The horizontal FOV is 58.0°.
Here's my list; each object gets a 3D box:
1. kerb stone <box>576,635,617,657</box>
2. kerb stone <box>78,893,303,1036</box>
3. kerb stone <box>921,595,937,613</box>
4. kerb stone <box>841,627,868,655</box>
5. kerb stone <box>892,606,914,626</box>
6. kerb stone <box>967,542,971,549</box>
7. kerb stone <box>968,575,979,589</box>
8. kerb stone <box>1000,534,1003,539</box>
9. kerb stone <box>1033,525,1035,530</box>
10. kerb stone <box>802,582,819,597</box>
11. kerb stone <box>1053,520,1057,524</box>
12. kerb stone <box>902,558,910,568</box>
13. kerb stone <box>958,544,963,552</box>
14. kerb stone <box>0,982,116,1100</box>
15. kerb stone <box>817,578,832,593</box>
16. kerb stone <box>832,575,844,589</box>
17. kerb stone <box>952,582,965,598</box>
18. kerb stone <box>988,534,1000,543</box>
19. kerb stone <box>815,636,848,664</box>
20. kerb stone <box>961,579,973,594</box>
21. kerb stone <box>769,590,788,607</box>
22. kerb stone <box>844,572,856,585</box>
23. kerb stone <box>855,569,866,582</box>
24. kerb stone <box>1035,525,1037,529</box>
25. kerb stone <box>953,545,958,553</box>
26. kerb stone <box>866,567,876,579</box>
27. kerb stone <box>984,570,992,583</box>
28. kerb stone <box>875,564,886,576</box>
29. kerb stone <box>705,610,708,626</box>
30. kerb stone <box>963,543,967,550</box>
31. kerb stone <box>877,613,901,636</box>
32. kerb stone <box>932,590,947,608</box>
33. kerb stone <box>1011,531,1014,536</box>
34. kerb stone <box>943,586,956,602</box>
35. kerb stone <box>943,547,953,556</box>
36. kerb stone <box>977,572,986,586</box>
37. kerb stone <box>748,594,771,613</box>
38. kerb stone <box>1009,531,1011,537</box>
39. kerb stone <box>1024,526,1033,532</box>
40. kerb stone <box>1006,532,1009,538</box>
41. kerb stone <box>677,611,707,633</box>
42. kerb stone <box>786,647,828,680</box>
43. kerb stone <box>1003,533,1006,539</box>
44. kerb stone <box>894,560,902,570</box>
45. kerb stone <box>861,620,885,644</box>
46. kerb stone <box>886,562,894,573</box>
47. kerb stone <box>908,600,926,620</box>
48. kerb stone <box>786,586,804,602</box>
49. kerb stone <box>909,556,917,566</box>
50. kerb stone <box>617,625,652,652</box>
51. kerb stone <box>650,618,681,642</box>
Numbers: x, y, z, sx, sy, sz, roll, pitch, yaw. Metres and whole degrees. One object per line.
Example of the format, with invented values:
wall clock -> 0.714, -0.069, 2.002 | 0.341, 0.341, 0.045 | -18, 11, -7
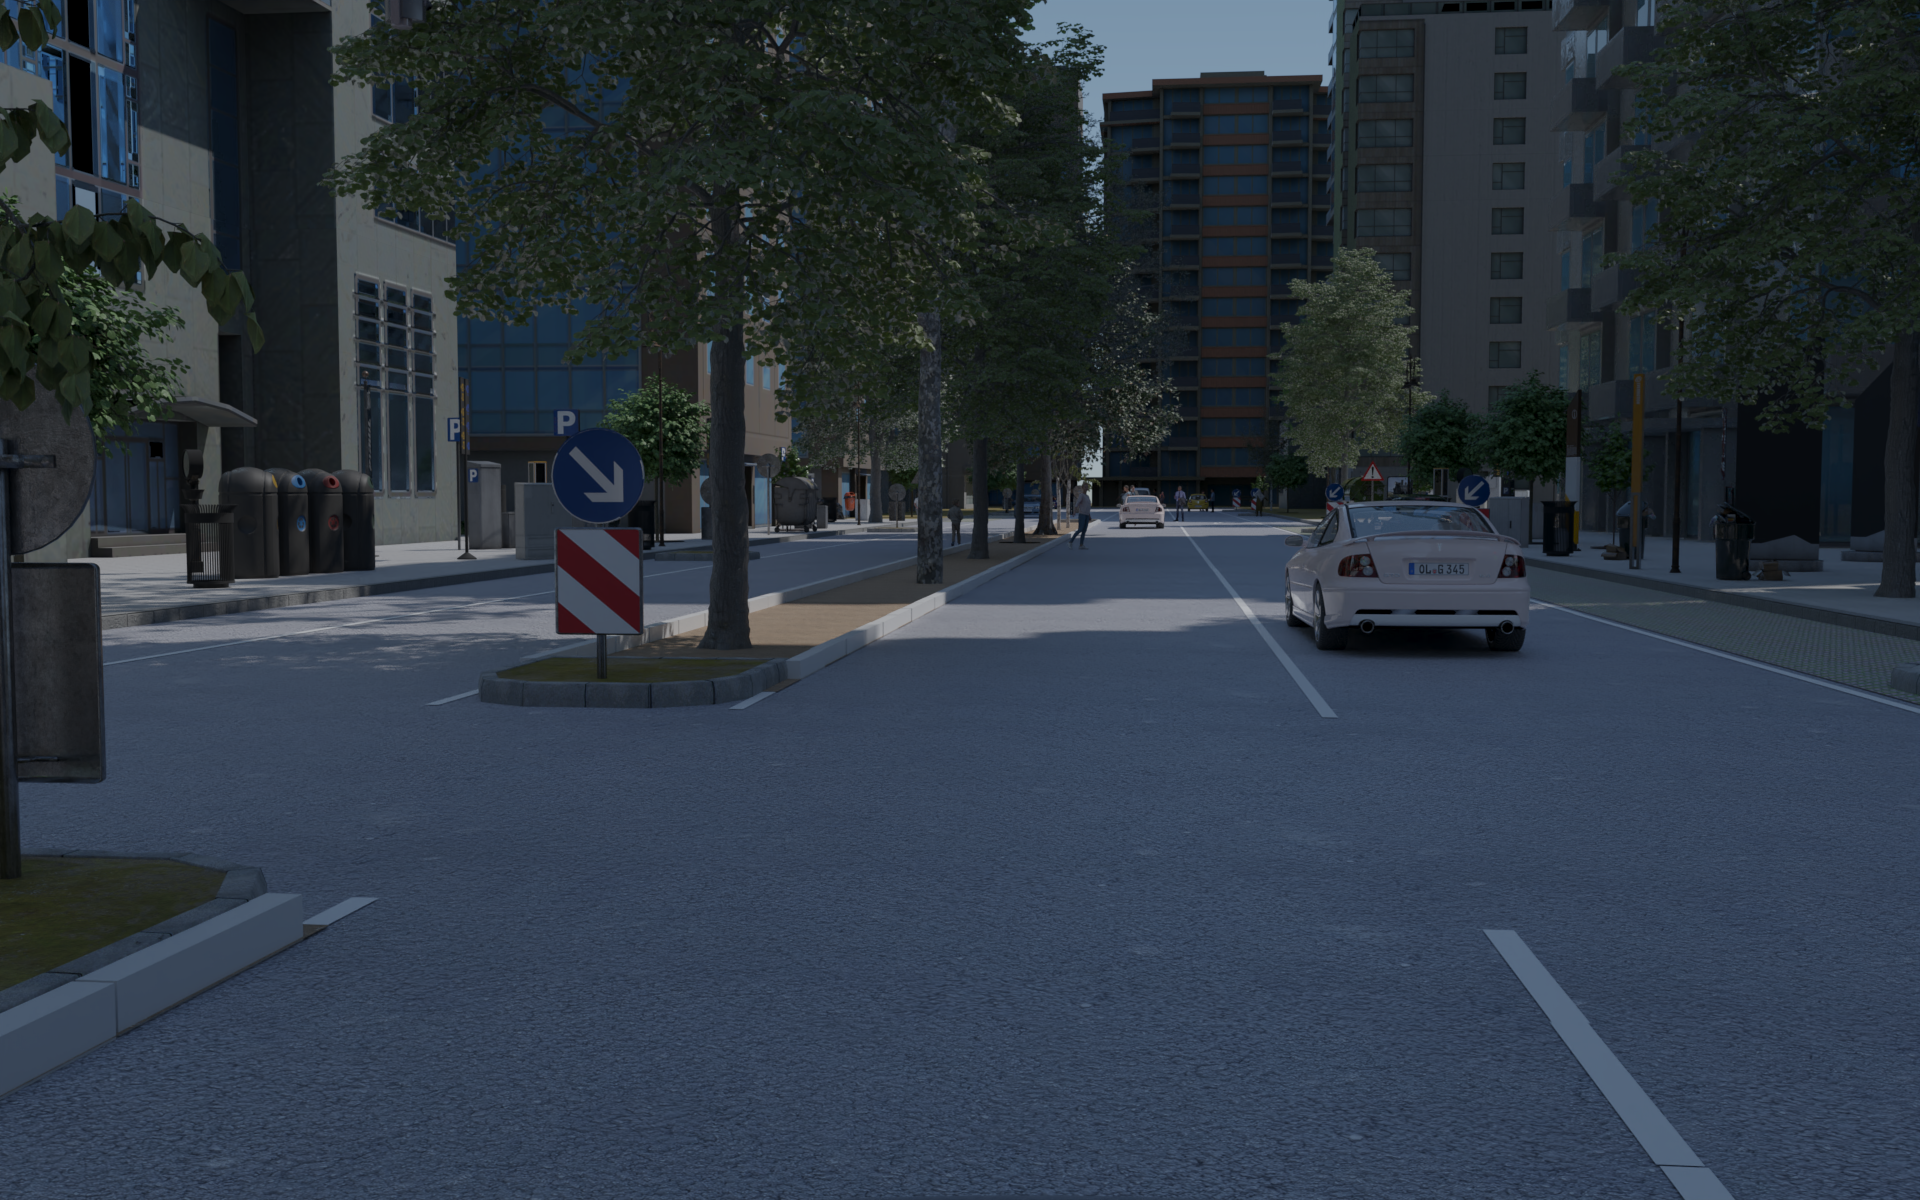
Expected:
kerb stone -> -3.216, 0.437, 15.066 | 0.120, 0.150, 1.000 | 0, 4, 6
kerb stone -> -2.227, 1.049, 5.075 | 0.120, 0.150, 1.000 | 0, 4, 6
kerb stone -> -0.432, 0.075, 20.963 | 0.120, 0.150, 1.000 | 0, 4, 6
kerb stone -> -1.007, 0.389, 15.864 | 0.120, 0.150, 1.000 | 0, 4, 6
kerb stone -> -0.664, 0.201, 18.932 | 0.120, 0.150, 1.000 | 0, 4, 6
kerb stone -> 0.114, -1.371, 44.604 | 0.120, 0.150, 1.000 | 0, 4, 6
kerb stone -> 0.145, -0.232, 26.042 | 0.120, 0.150, 1.000 | 0, 4, 6
kerb stone -> 1.154, -1.933, 53.793 | 0.120, 0.150, 1.000 | 0, 4, 6
kerb stone -> 2.769, -2.805, 68.059 | 0.120, 0.150, 1.000 | 0, 4, 6
kerb stone -> -2.168, -0.125, 24.244 | 0.120, 0.150, 1.000 | 0, 4, 6
kerb stone -> 4.825, -3.924, 86.378 | 0.120, 0.150, 1.000 | 0, 4, 6
kerb stone -> -1.136, -0.686, 33.417 | 0.120, 0.150, 1.000 | 0, 4, 6
kerb stone -> -0.108, -1.244, 42.571 | 0.120, 0.150, 1.000 | 0, 4, 6
kerb stone -> -2.333, 1.109, 4.058 | 0.120, 0.150, 1.000 | 0, 4, 6
kerb stone -> -2.059, -0.187, 25.260 | 0.120, 0.150, 1.000 | 0, 4, 6
kerb stone -> -1.949, -0.250, 26.277 | 0.120, 0.150, 1.000 | 0, 4, 6
kerb stone -> -0.087, -0.109, 24.011 | 0.120, 0.150, 1.000 | 0, 4, 6
kerb stone -> 1.040, -1.870, 52.777 | 0.120, 0.150, 1.000 | 0, 4, 6
kerb stone -> -1.128, 0.449, 14.849 | 0.120, 0.150, 1.000 | 0, 4, 6
kerb stone -> 0.036, -0.173, 25.025 | 0.120, 0.150, 1.000 | 0, 4, 6
kerb stone -> -2.408, -0.001, 22.214 | 0.120, 0.150, 1.000 | 0, 4, 6
kerb stone -> -1.828, -0.312, 27.294 | 0.120, 0.150, 1.000 | 0, 4, 6
kerb stone -> -1.715, -0.374, 28.315 | 0.120, 0.150, 1.000 | 0, 4, 6
kerb stone -> 2.878, -2.867, 69.078 | 0.120, 0.150, 1.000 | 0, 4, 6
kerb stone -> -0.223, -1.184, 41.556 | 0.120, 0.150, 1.000 | 0, 4, 6
kerb stone -> -1.601, -0.436, 29.331 | 0.120, 0.150, 1.000 | 0, 4, 6
kerb stone -> 0.372, -0.355, 28.074 | 0.120, 0.150, 1.000 | 0, 4, 6
kerb stone -> -1.484, -0.496, 30.347 | 0.120, 0.150, 1.000 | 0, 4, 6
kerb stone -> -2.744, 0.186, 19.152 | 0.120, 0.150, 1.000 | 0, 4, 6
kerb stone -> 0.004, -1.308, 43.587 | 0.120, 0.150, 1.000 | 0, 4, 6
kerb stone -> -0.771, 0.266, 17.907 | 0.120, 0.150, 1.000 | 0, 4, 6
kerb stone -> -0.313, 0.013, 21.978 | 0.120, 0.150, 1.000 | 0, 4, 6
kerb stone -> 1.610, -2.179, 57.868 | 0.120, 0.150, 1.000 | 0, 4, 6
kerb stone -> -0.205, -0.049, 22.995 | 0.120, 0.150, 1.000 | 0, 4, 6
kerb stone -> -0.341, -1.120, 40.540 | 0.120, 0.150, 1.000 | 0, 4, 6
kerb stone -> 0.255, -0.297, 27.058 | 0.120, 0.150, 1.000 | 0, 4, 6
kerb stone -> -2.520, 0.063, 21.197 | 0.120, 0.150, 1.000 | 0, 4, 6
kerb stone -> 1.505, -2.120, 56.851 | 0.120, 0.150, 1.000 | 0, 4, 6
kerb stone -> 2.648, -2.743, 67.042 | 0.120, 0.150, 1.000 | 0, 4, 6
kerb stone -> 1.386, -2.050, 55.836 | 0.120, 0.150, 1.000 | 0, 4, 6
kerb stone -> -2.862, 0.248, 18.134 | 0.120, 0.150, 1.000 | 0, 4, 6
kerb stone -> -1.230, 0.512, 13.831 | 0.120, 0.150, 1.000 | 0, 4, 6
kerb stone -> 1.274, -1.995, 54.809 | 0.120, 0.150, 1.000 | 0, 4, 6
kerb stone -> -1.263, -0.620, 32.398 | 0.120, 0.150, 1.000 | 0, 4, 6
kerb stone -> -0.892, 0.327, 16.881 | 0.120, 0.150, 1.000 | 0, 4, 6
kerb stone -> -1.368, -0.561, 31.369 | 0.120, 0.150, 1.000 | 0, 4, 6
kerb stone -> -0.541, 0.138, 19.947 | 0.120, 0.150, 1.000 | 0, 4, 6
kerb stone -> -2.286, -0.063, 23.228 | 0.120, 0.150, 1.000 | 0, 4, 6
kerb stone -> -1.026, -0.747, 34.434 | 0.120, 0.150, 1.000 | 0, 4, 6
kerb stone -> -3.094, 0.373, 16.094 | 0.120, 0.150, 1.000 | 0, 4, 6
kerb stone -> -2.979, 0.311, 17.118 | 0.120, 0.150, 1.000 | 0, 4, 6
